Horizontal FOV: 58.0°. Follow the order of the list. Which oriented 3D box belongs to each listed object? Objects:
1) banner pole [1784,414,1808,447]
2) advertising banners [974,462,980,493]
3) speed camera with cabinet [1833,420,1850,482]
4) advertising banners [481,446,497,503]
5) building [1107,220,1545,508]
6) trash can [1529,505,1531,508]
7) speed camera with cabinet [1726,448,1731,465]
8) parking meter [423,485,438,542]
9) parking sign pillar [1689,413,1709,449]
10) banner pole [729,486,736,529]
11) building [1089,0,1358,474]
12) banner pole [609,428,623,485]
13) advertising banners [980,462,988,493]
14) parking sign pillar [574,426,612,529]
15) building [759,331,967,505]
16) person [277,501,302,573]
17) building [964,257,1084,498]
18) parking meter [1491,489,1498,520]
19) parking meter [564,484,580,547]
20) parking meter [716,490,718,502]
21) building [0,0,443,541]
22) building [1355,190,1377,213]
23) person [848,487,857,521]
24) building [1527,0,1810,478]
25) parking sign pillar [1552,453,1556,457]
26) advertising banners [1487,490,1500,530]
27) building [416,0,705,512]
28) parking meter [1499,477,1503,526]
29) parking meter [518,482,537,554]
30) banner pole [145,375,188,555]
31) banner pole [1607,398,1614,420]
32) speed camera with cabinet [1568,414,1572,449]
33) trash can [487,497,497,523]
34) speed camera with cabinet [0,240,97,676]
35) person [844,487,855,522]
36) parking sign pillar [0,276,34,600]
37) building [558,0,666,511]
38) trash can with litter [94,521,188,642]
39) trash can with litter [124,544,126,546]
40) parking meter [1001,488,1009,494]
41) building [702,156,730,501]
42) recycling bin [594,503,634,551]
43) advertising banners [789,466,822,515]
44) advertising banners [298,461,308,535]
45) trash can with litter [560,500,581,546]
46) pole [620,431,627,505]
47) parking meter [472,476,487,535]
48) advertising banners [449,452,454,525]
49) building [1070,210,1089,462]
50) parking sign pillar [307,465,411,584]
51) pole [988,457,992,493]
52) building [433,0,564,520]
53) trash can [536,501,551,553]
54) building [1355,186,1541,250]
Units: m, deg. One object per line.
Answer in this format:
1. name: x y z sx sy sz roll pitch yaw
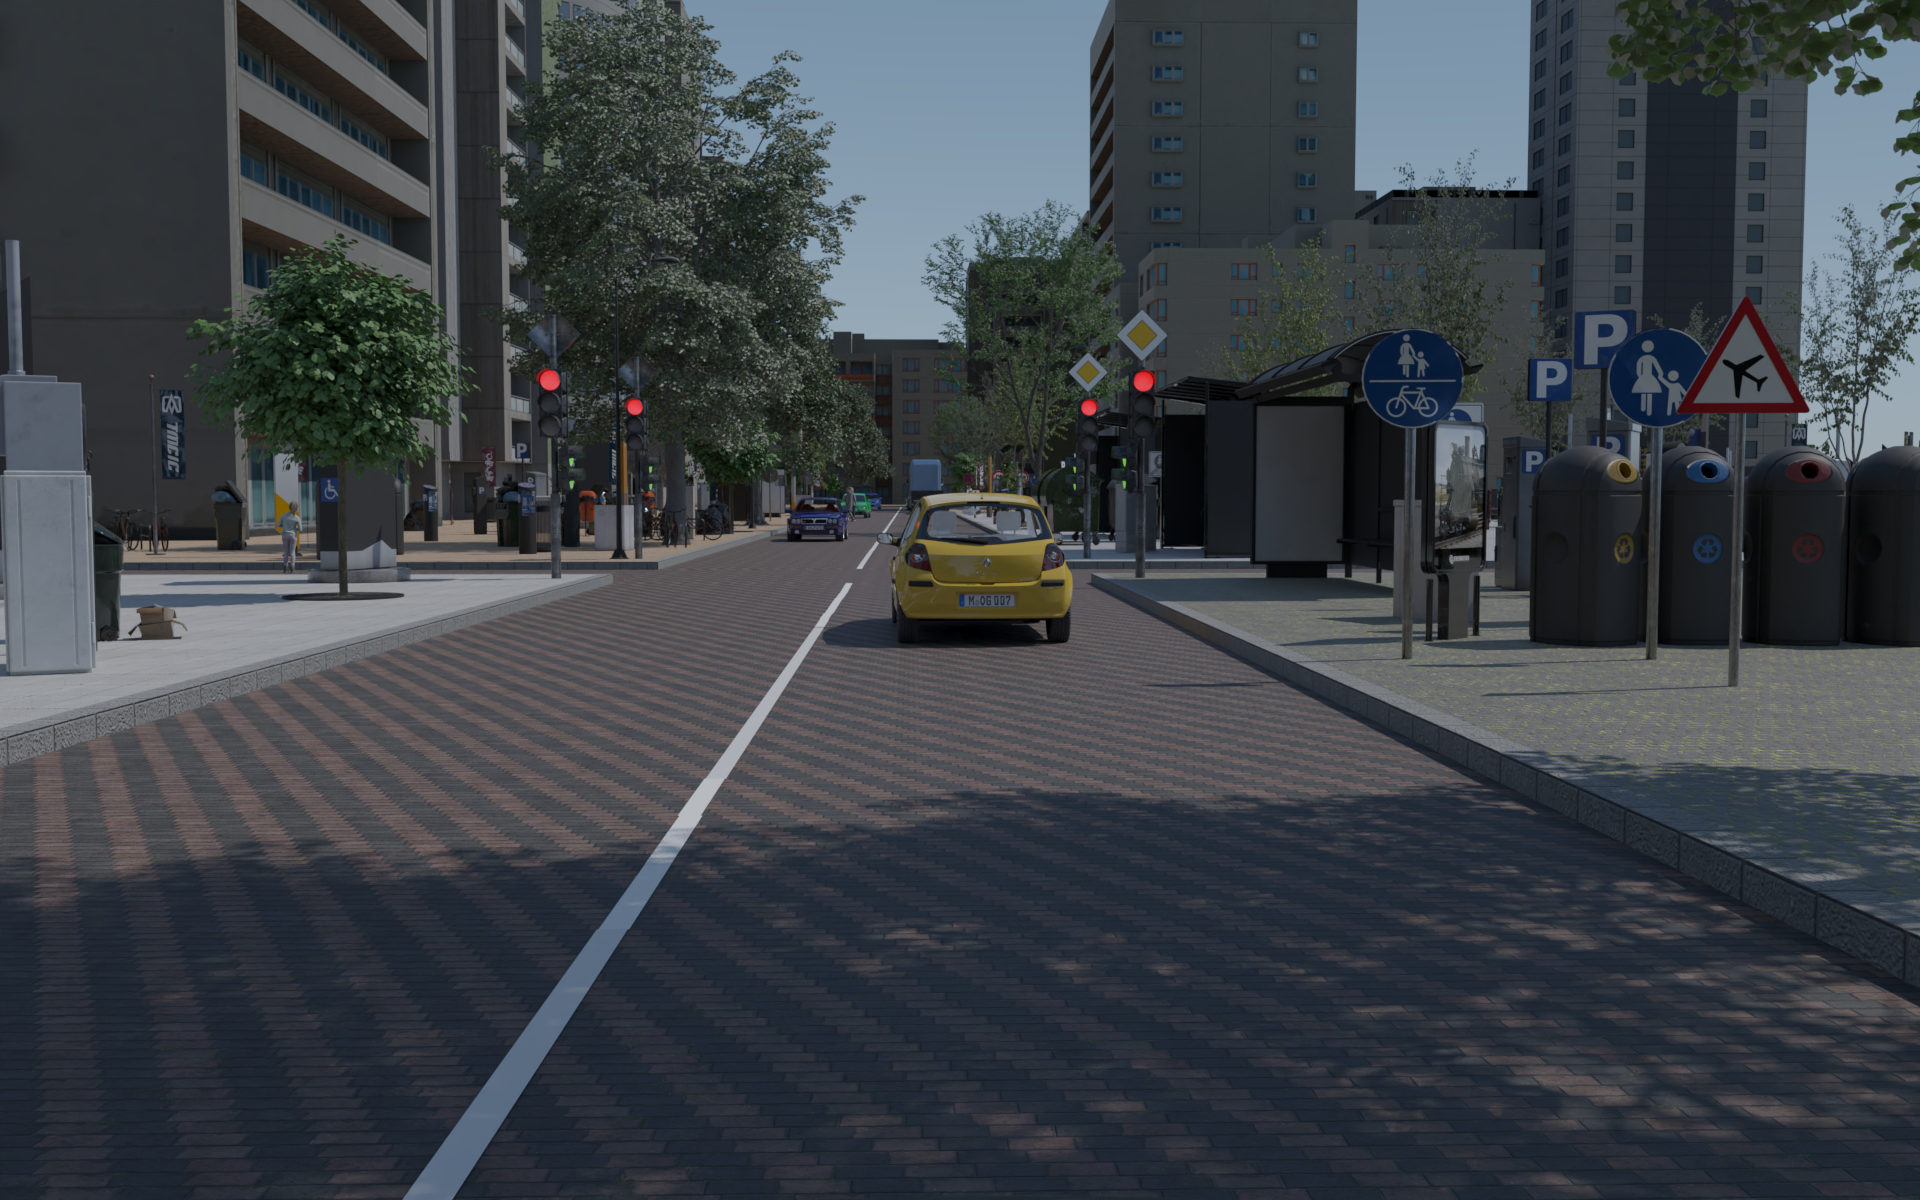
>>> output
1. banner pole: 26.044 -3.923 54.163 0.863 3.779 0.401 1 4 10
2. advertising banners: 0.833 -5.889 92.480 0.090 3.025 2.074 0 4 4
3. speed camera with cabinet: 23.857 -3.177 46.278 2.038 3.252 0.660 -1 4 -16
4. advertising banners: -16.562 -4.137 63.820 2.074 3.025 0.090 -1 4 -11
5. building: 27.047 -17.837 136.682 27.650 21.520 28.899 0 4 -2
6. trash can: 31.018 -5.037 94.000 0.748 1.137 0.748 0 3 0
7. speed camera with cabinet: 35.548 -5.233 79.895 0.660 3.252 2.038 3 5 44
8. parking meter: -14.336 -2.354 46.902 0.372 1.533 0.369 0 3 0
9. parking sign pillar: 21.833 -3.835 51.180 1.447 3.967 1.447 2 4 26
10. banner pole: -8.558 -4.554 64.471 0.401 3.779 0.863 0 4 -8
11. building: 23.703 -32.861 160.985 21.300 48.544 21.600 0 4 -2
12. banner pole: -11.468 -4.166 58.128 0.401 3.779 0.863 3 4 37
13. advertising banners: 1.636 -6.078 95.566 0.090 3.025 2.074 3 4 37
14. parking sign pillar: -13.649 -4.646 64.434 1.447 3.967 1.447 -2 4 -25
15. building: -13.947 -22.991 220.937 28.899 21.520 27.650 0 4 -2
16. person: -12.169 -1.141 31.441 0.425 1.301 0.394 -1 4 -23
17. building: 7.757 -27.049 213.953 14.107 30.474 14.160 0 4 -2
18. parking meter: 26.545 -4.744 85.967 0.372 1.533 0.369 0 3 0
19. parking meter: -9.390 -2.048 41.892 0.372 1.533 0.369 0 3 0
20. parking meter: -13.573 -5.461 97.705 0.372 1.533 0.369 0 3 0
21. building: -30.912 -26.475 56.575 21.300 48.544 21.600 0 4 -2
22. building: 50.750 -32.562 224.269 23.993 40.220 32.217 0 4 -2
23. person: -5.819 -5.062 91.454 0.709 1.800 0.728 1 4 22
24. building: 63.764 -44.237 161.531 20.611 71.187 20.563 0 4 -2
25. parking sign pillar: 36.250 -7.181 105.881 1.447 3.967 1.447 0 4 8
26. advertising banners: 18.846 -4.044 62.300 2.074 3.025 0.090 2 4 25
27. building: -35.389 -32.736 158.938 21.600 48.544 21.300 0 4 -2
28. parking meter: 15.871 -2.722 50.218 0.399 1.863 0.255 0 4 -4
29. parking meter: -9.241 -1.748 36.996 0.372 1.533 0.369 0 3 0
30. banner pole: -16.742 -2.842 36.491 0.863 3.779 0.401 -2 4 -31
31. banner pole: 16.685 -3.334 44.529 0.401 3.779 0.863 2 4 31
32. speed camera with cabinet: 14.967 -2.921 42.099 0.660 3.252 2.038 1 4 22
33. trash can: -20.994 -4.026 77.474 0.748 1.137 0.748 0 3 0
34. speed camera with cabinet: -6.907 -1.147 13.084 0.660 3.252 2.038 -2 4 -28
35. person: -5.780 -4.951 89.551 0.767 1.812 0.694 -1 4 -15
36. parking sign pillar: -12.122 -2.010 21.329 1.447 3.967 1.447 -2 4 -30
37. building: -33.306 -35.495 122.343 21.231 58.520 28.212 0 4 -2
38. trash can with litter: -7.407 -0.238 15.283 1.055 1.170 0.624 -1 4 -23
39. trash can with litter: -21.646 -1.942 42.806 2.233 1.210 1.678 2 4 23
40. parking meter: 1.988 -4.152 76.298 0.372 1.533 0.369 0 3 0
41. building: -43.232 -34.388 216.863 28.867 44.769 22.147 0 4 -2
42. recycling bin: -7.852 -1.638 39.336 0.722 1.027 0.722 0 4 7
43. advertising banners: -9.540 -6.770 106.871 2.074 3.025 0.090 0 4 -6
44. advertising banners: -15.034 -2.746 41.088 2.074 3.025 0.090 1 4 12
45. trash can with litter: -9.789 -1.934 43.000 0.624 1.170 1.055 -2 4 -27
46. pole: -10.810 -3.782 55.675 0.158 3.312 0.155 0 3 0
47. parking meter: -15.217 -3.006 54.862 0.399 1.863 0.255 -3 5 -41
48. advertising banners: -21.189 -4.643 72.093 0.090 3.025 2.074 -1 4 -13
49. building: 26.593 -32.518 223.552 23.993 40.220 32.217 0 4 -2
50. parking sign pillar: -8.853 -2.260 25.417 1.447 3.967 1.447 1 4 15
51. pole: 1.633 -6.153 94.443 0.158 3.312 0.155 0 3 0
52. building: -28.493 -24.705 87.529 14.154 41.232 14.086 0 4 -2
53. trash can: -9.250 -1.621 38.162 0.748 1.137 0.748 0 3 0
54. building: 46.288 -24.153 166.603 14.107 30.474 14.160 0 4 -2
